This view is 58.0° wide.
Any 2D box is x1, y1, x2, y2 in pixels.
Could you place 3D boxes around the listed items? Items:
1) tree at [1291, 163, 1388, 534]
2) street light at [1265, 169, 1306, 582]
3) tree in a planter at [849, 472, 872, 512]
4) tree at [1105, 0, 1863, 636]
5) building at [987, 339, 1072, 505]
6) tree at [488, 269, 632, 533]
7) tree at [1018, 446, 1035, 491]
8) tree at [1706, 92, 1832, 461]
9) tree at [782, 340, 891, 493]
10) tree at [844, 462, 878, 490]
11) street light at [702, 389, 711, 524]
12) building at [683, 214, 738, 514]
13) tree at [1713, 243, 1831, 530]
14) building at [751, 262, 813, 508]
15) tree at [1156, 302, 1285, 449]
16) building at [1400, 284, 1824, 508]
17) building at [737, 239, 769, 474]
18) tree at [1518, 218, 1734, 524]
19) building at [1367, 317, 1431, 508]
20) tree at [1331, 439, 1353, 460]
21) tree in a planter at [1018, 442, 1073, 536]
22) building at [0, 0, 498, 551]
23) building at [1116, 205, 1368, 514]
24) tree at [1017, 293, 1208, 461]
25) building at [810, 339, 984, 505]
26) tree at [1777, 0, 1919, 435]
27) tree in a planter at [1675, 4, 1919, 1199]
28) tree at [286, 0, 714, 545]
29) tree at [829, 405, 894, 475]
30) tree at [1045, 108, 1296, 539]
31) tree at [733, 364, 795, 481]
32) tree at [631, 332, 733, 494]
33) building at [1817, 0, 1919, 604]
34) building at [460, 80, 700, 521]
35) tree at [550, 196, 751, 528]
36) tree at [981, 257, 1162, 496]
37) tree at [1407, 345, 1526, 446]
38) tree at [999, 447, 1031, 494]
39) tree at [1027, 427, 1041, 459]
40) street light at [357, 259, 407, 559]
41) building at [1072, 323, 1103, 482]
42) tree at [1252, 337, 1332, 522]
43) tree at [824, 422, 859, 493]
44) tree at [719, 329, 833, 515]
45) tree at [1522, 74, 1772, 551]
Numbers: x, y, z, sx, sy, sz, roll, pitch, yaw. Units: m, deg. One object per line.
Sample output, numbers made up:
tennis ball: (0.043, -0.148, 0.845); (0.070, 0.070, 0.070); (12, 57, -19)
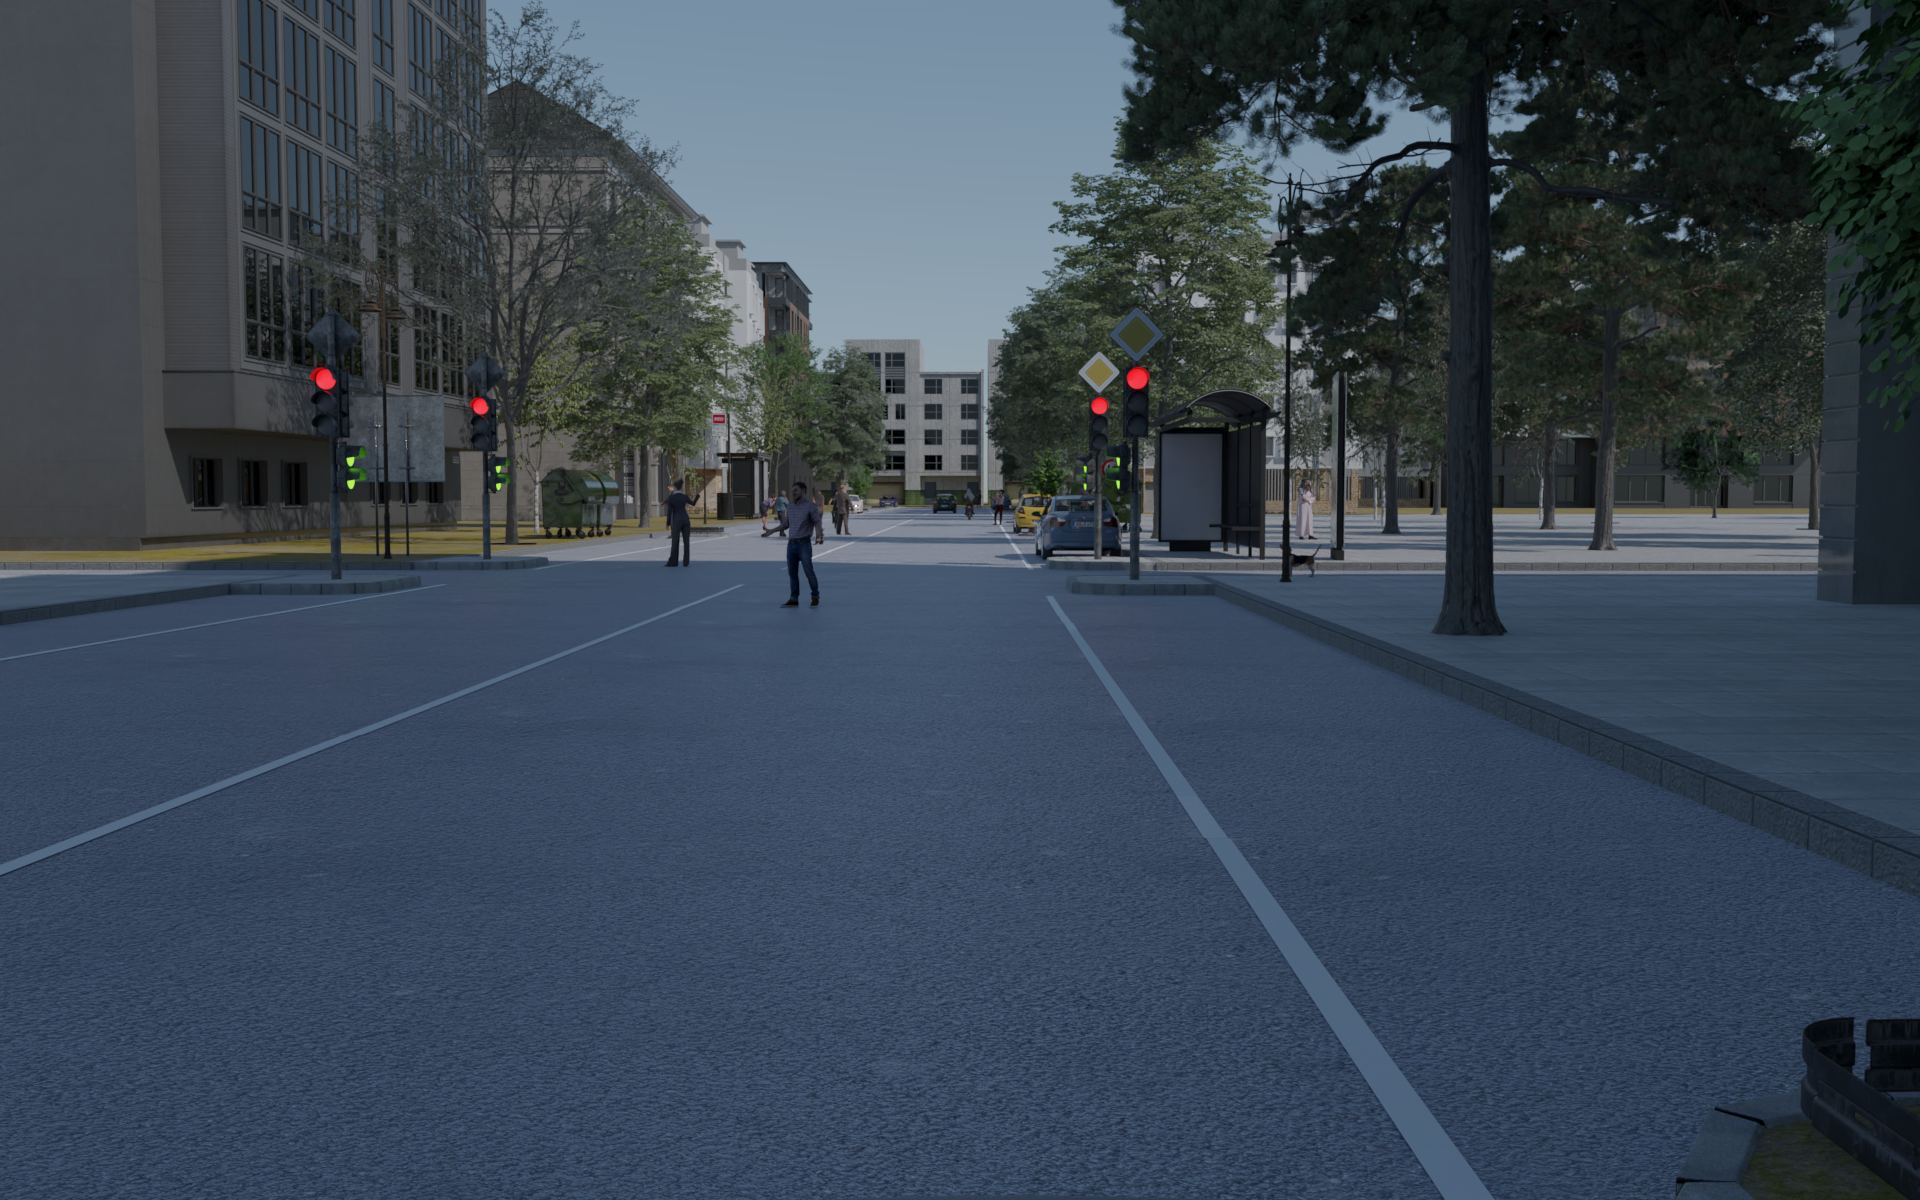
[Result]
tree: (13.937, -8.168, 55.607); (6.751, 12.117, 7.091); (0, 3, 0)
street light: (4.749, -3.198, 25.082); (0.468, 5.910, 1.993); (0, 4, 1)
tree in a planter: (-7.899, -8.474, 135.764); (1.991, 3.239, 1.994); (0, 4, 1)
tree: (4.400, -6.609, 15.486); (7.806, 13.903, 7.818); (0, 3, 0)
building: (19.069, -20.772, 206.074); (31.486, 18.905, 16.747); (0, 4, 1)
tree: (-14.023, -6.546, 57.395); (4.737, 8.622, 4.395); (0, 3, 0)
tree: (6.162, -11.645, 140.765); (4.737, 8.622, 4.395); (0, 3, 0)
tree: (25.837, -8.735, 49.469); (9.857, 13.997, 8.962); (0, 3, 0)
tree: (-10.273, -14.586, 145.139); (9.857, 13.997, 8.962); (0, 3, 0)
tree: (-9.761, -11.433, 170.644); (4.285, 4.588, 4.351); (0, 3, 0)
street light: (-10.920, -6.193, 74.040); (0.468, 5.910, 1.993); (0, 4, 1)
building: (-23.803, -15.828, 115.205); (16.016, 20.091, 11.380); (0, 4, 1)
tree: (30.671, -8.326, 61.888); (9.928, 11.665, 9.643); (0, 3, 0)
building: (-31.397, -19.733, 166.602); (32.646, 21.610, 27.936); (0, 4, 1)
tree: (9.995, -7.110, 66.618); (4.737, 8.622, 4.395); (0, 3, 0)
building: (61.309, -19.727, 166.508); (32.646, 21.610, 27.936); (0, 4, 1)
building: (-22.856, -16.540, 126.847); (16.016, 20.091, 11.380); (0, 4, 1)
tree: (28.341, -10.085, 75.262); (12.009, 13.543, 11.850); (0, 3, 0)
building: (39.333, -19.289, 171.789); (11.380, 20.091, 16.016); (0, 4, 1)
tree: (17.099, -7.296, 69.650); (4.360, 8.622, 3.978); (0, 3, 0)
tree in a planter: (2.999, -3.799, 59.334); (1.991, 3.239, 1.994); (0, 4, 1)
building: (-23.644, -15.690, 50.037); (14.314, 27.812, 24.014); (0, 4, 1)
building: (18.578, -16.072, 119.205); (16.016, 20.091, 11.380); (0, 4, 1)
tree: (6.385, -8.606, 75.119); (8.767, 10.594, 7.601); (-2, 4, -29)
building: (-12.936, -20.793, 206.426); (31.486, 18.905, 16.747); (0, 4, 1)
tree: (5.550, -1.489, 8.067); (4.285, 4.588, 4.351); (0, 3, 0)
tree in a planter: (2.386, -0.347, 2.898); (1.991, 3.239, 1.994); (0, 4, 1)
tree: (-11.292, -8.133, 43.347); (12.009, 13.543, 11.850); (0, 3, 0)
tree: (-10.213, -14.852, 177.248); (7.601, 10.594, 8.767); (0, 4, 8)
tree: (6.098, -8.025, 49.333); (7.486, 12.596, 7.792); (0, 3, 0)
tree: (-11.094, -9.051, 98.352); (4.737, 8.622, 4.395); (0, 3, 0)
tree: (-12.920, -7.763, 77.286); (4.737, 8.622, 4.395); (0, 3, 0)
building: (15.607, -13.935, 5.329); (11.434, 29.767, 29.804); (0, 4, 1)
building: (-20.839, -14.159, 82.411); (10.553, 20.767, 40.483); (0, 4, 1)
tree: (-11.655, -9.039, 65.915); (7.486, 12.596, 7.792); (0, 3, 0)
tree: (6.511, -11.492, 94.553); (9.857, 13.997, 8.962); (0, 3, 0)
tree: (28.204, -10.350, 94.985); (9.928, 11.665, 9.643); (0, 3, 0)
tree: (6.822, -15.164, 169.990); (6.751, 12.117, 7.091); (0, 3, 0)
tree: (6.466, -11.071, 131.378); (4.360, 8.622, 3.978); (0, 3, 0)
street light: (-11.356, -3.756, 34.193); (0.468, 5.910, 1.993); (0, 4, 1)
building: (20.185, -18.228, 164.484); (16.747, 18.905, 31.486); (0, 4, 1)
tree: (15.413, -7.895, 79.441); (4.360, 8.622, 3.978); (0, 3, 0)
tree: (-10.627, -12.590, 156.206); (4.737, 8.622, 4.395); (0, 3, 0)
tree: (-11.476, -11.170, 108.389); (9.928, 11.665, 9.643); (0, 3, 0)
tree: (14.757, -7.167, 39.234); (6.751, 12.117, 7.091); (0, 3, 0)
